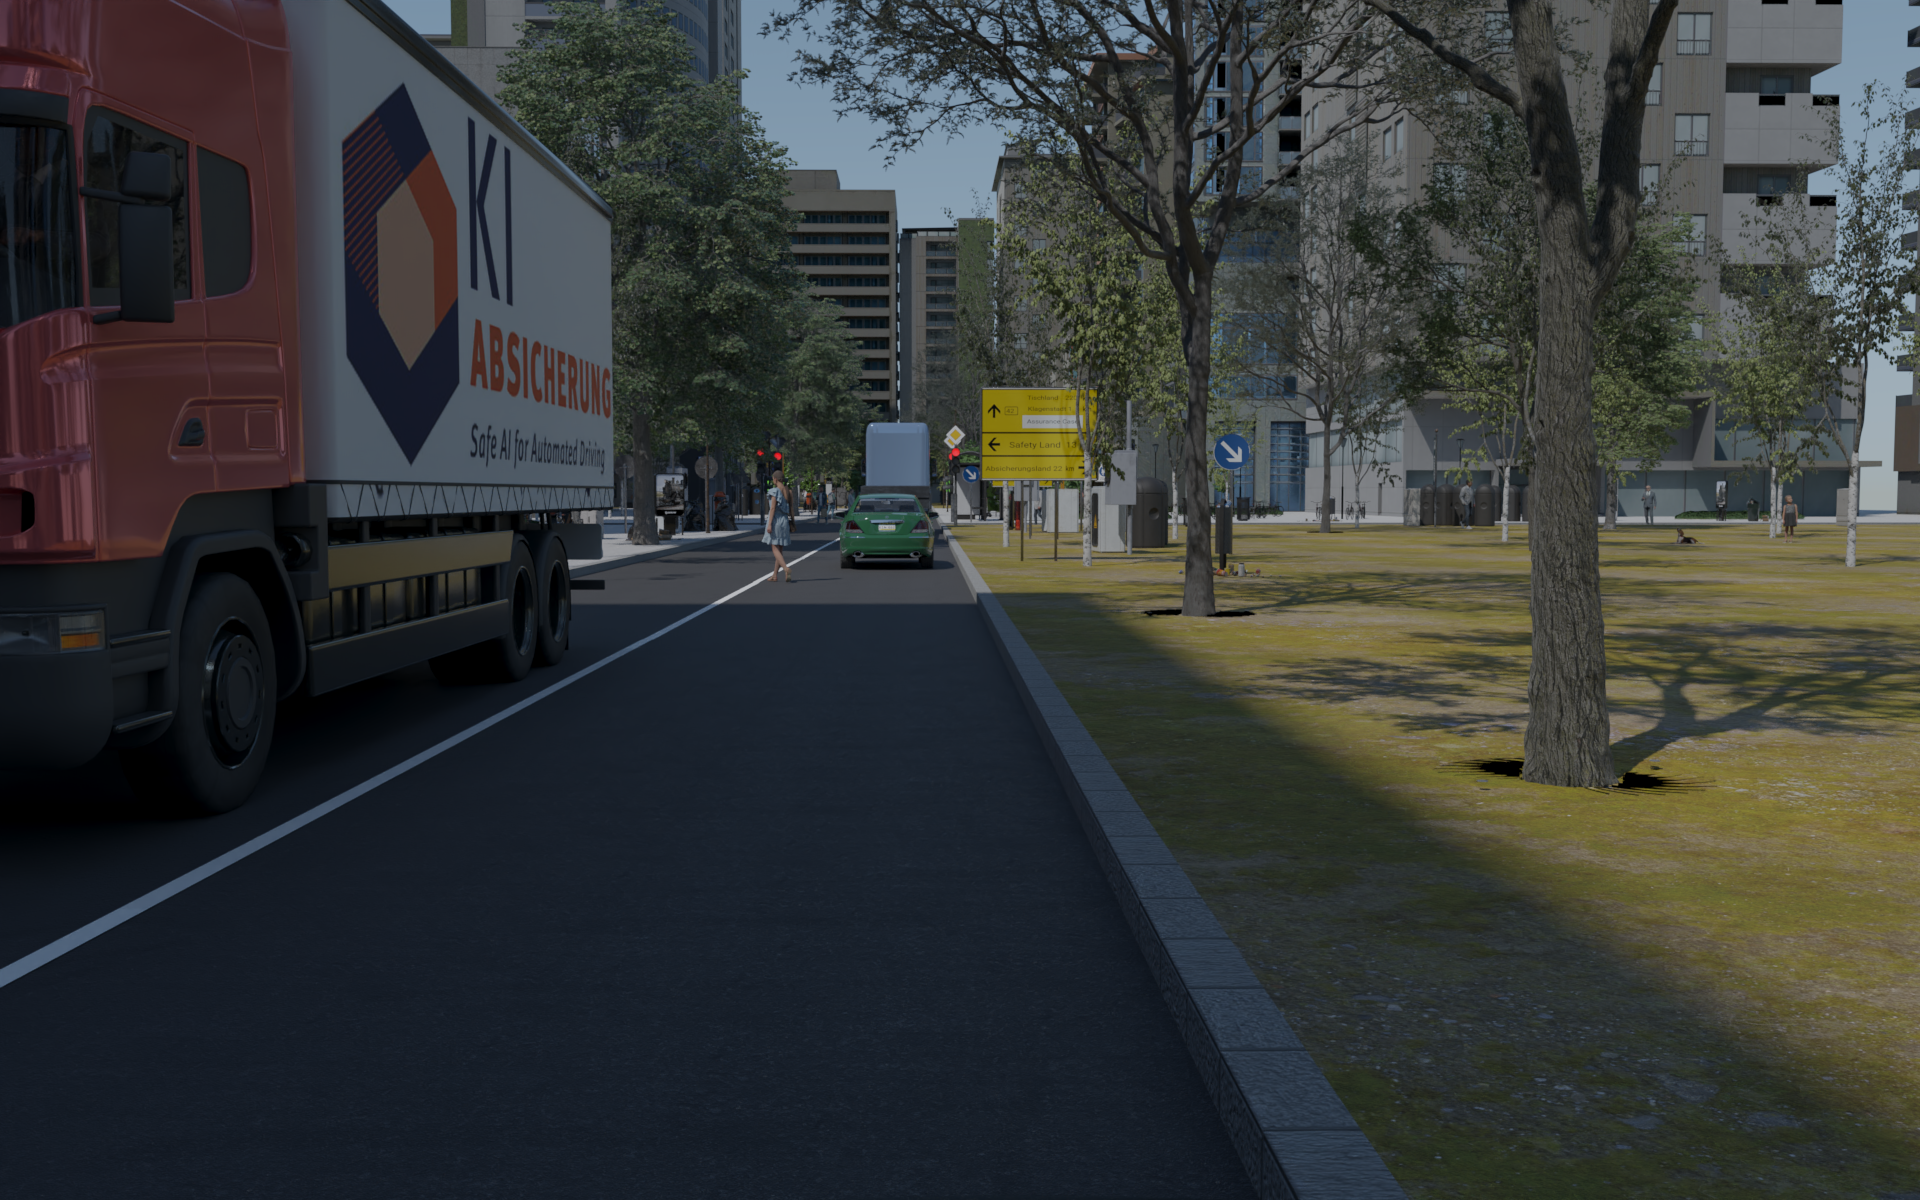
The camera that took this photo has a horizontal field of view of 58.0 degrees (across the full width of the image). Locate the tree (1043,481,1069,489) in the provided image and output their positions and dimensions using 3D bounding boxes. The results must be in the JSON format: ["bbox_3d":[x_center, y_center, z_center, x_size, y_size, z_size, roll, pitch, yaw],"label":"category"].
[{"bbox_3d":[5.732,-6.713,104.366,1.663,3.219,1.824,0,3,0],"label":"tree"}]

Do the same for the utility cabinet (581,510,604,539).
[{"bbox_3d":[-10.620,-2.346,49.521,1.020,1.237,0.306,3,5,40],"label":"utility cabinet"}]

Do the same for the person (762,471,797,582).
[{"bbox_3d":[-2.891,-1.196,28.145,0.616,1.811,0.778,-3,4,-36],"label":"person"}]

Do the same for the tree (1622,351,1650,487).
[{"bbox_3d":[20.327,-6.473,56.198,4.737,8.622,4.395,0,3,0],"label":"tree"}]

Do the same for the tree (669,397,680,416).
[{"bbox_3d":[-19.368,-9.679,108.617,4.737,8.622,4.395,0,3,0],"label":"tree"}]

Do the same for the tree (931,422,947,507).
[{"bbox_3d":[-1.104,-13.220,166.506,4.737,8.622,4.395,0,3,0],"label":"tree"}]

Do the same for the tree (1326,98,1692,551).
[{"bbox_3d":[12.755,-6.391,38.903,8.767,10.594,7.601,-3,4,-36],"label":"tree"}]

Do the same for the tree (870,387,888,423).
[{"bbox_3d":[-9.640,-11.775,99.176,9.857,13.997,8.962,0,3,0],"label":"tree"}]

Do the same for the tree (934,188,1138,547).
[{"bbox_3d":[1.270,-5.587,41.714,4.360,8.622,3.978,0,3,0],"label":"tree"}]

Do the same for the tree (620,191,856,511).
[{"bbox_3d":[-9.277,-8.939,64.277,7.486,12.596,7.792,0,3,0],"label":"tree"}]

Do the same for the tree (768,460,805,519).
[{"bbox_3d":[-9.094,-5.784,89.166,1.663,3.219,1.824,0,3,0],"label":"tree"}]

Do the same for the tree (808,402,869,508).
[{"bbox_3d":[-10.912,-13.934,162.231,7.601,10.594,8.767,1,4,11],"label":"tree"}]

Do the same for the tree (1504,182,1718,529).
[{"bbox_3d":[23.734,-8.884,63.381,7.486,12.596,7.792,0,3,0],"label":"tree"}]

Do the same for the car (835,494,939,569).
[{"bbox_3d":[-1.465,-1.404,34.747,2.131,1.459,4.920,0,4,-2],"label":"car"}]

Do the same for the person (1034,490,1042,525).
[{"bbox_3d":[3.351,-3.946,72.857,0.795,1.843,0.661,-1,4,-19],"label":"person"}]

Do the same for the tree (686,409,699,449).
[{"bbox_3d":[-21.135,-10.538,122.658,4.360,8.622,3.978,0,3,0],"label":"tree"}]

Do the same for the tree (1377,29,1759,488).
[{"bbox_3d":[9.812,-4.778,28.478,4.360,8.622,3.978,0,3,0],"label":"tree"}]

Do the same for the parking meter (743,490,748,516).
[{"bbox_3d":[-12.667,-5.719,101.921,0.372,1.533,0.369,0,3,0],"label":"parking meter"}]

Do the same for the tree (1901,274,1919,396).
[{"bbox_3d":[24.081,-5.503,40.335,4.737,8.622,4.395,0,3,0],"label":"tree"}]

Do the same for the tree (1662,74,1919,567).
[{"bbox_3d":[15.606,-4.905,30.562,4.360,8.622,3.978,0,3,0],"label":"tree"}]

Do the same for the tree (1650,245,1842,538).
[{"bbox_3d":[23.430,-6.100,50.103,4.737,8.622,4.395,0,3,0],"label":"tree"}]

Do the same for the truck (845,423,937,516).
[{"bbox_3d":[-2.277,-4.277,59.694,2.967,4.110,18.799,0,4,-1],"label":"truck"}]

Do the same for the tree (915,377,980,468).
[{"bbox_3d":[-0.493,-12.071,131.773,8.767,10.594,7.601,1,4,21],"label":"tree"}]

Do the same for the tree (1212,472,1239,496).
[{"bbox_3d":[17.518,-7.348,114.746,1.663,3.219,1.824,0,3,0],"label":"tree"}]

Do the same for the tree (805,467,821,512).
[{"bbox_3d":[-10.491,-7.788,121.937,1.663,3.219,1.824,0,3,0],"label":"tree"}]

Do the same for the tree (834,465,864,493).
[{"bbox_3d":[-11.965,-12.480,187.757,4.285,4.588,4.351,0,3,0],"label":"tree"}]

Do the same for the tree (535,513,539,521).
[{"bbox_3d":[-20.140,-8.123,83.171,4.737,8.622,4.395,0,3,0],"label":"tree"}]

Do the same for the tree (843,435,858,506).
[{"bbox_3d":[-11.969,-13.872,177.169,4.737,8.622,4.395,0,3,0],"label":"tree"}]

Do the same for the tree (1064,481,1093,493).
[{"bbox_3d":[9.146,-9.392,137.268,4.285,4.588,4.351,0,3,0],"label":"tree"}]

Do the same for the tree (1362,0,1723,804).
[{"bbox_3d":[2.791,-5.005,7.580,9.928,11.665,9.643,0,3,0],"label":"tree"}]

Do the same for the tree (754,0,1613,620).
[{"bbox_3d":[2.455,-6.585,18.042,12.009,13.543,11.850,0,3,0],"label":"tree"}]

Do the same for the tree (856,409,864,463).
[{"bbox_3d":[-11.136,-13.071,131.841,7.486,12.596,7.792,0,3,0],"label":"tree"}]

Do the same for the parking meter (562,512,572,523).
[{"bbox_3d":[-15.636,-3.860,68.829,0.399,1.863,0.255,3,5,41],"label":"parking meter"}]

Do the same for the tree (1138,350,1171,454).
[{"bbox_3d":[6.017,-7.203,68.139,4.360,8.622,3.978,0,3,0],"label":"tree"}]

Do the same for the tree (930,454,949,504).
[{"bbox_3d":[-2.047,-19.097,229.236,9.611,12.733,9.660,0,3,0],"label":"tree"}]

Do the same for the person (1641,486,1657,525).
[{"bbox_3d":[29.866,-4.066,75.162,0.661,1.801,0.590,3,4,36],"label":"person"}]

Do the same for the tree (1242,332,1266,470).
[{"bbox_3d":[6.100,-6.016,48.724,4.737,8.622,4.395,0,3,0],"label":"tree"}]

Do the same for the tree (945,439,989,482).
[{"bbox_3d":[0.723,-7.337,103.680,4.285,4.588,4.351,0,3,0],"label":"tree"}]

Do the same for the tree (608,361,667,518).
[{"bbox_3d":[-18.817,-8.727,93.042,4.737,8.622,4.395,0,3,0],"label":"tree"}]

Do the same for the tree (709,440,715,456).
[{"bbox_3d":[-20.096,-10.896,128.510,4.360,8.622,3.978,0,3,0],"label":"tree"}]

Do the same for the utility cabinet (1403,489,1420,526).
[{"bbox_3d":[18.071,-3.710,69.333,0.318,1.500,1.173,0,4,-4],"label":"utility cabinet"}]

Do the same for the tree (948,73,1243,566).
[{"bbox_3d":[2.505,-4.905,30.563,4.737,8.622,4.395,0,3,0],"label":"tree"}]

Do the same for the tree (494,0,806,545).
[{"bbox_3d":[-7.891,-8.354,43.239,9.857,13.997,8.962,0,3,0],"label":"tree"}]

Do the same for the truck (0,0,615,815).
[{"bbox_3d":[-4.469,-1.358,11.113,2.839,4.237,11.283,0,4,-1],"label":"truck"}]

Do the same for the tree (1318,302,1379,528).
[{"bbox_3d":[15.126,-7.029,65.289,4.360,8.622,3.978,0,3,0],"label":"tree"}]

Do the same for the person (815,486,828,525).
[{"bbox_3d":[-6.420,-4.426,80.843,0.794,1.824,0.713,3,5,42],"label":"person"}]

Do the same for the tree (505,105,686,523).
[{"bbox_3d":[-7.942,-5.104,33.820,4.360,8.622,3.978,0,3,0],"label":"tree"}]

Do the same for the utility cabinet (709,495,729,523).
[{"bbox_3d":[-10.931,-4.091,78.050,1.020,1.237,0.306,-1,4,-18],"label":"utility cabinet"}]

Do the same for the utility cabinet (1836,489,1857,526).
[{"bbox_3d":[35.208,-3.677,68.798,0.318,1.500,1.173,0,4,4],"label":"utility cabinet"}]

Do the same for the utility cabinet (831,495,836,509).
[{"bbox_3d":[-10.812,-8.196,145.161,0.306,1.237,1.020,-2,4,-33],"label":"utility cabinet"}]

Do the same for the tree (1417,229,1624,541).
[{"bbox_3d":[14.766,-5.914,47.057,4.737,8.622,4.395,0,3,0],"label":"tree"}]
